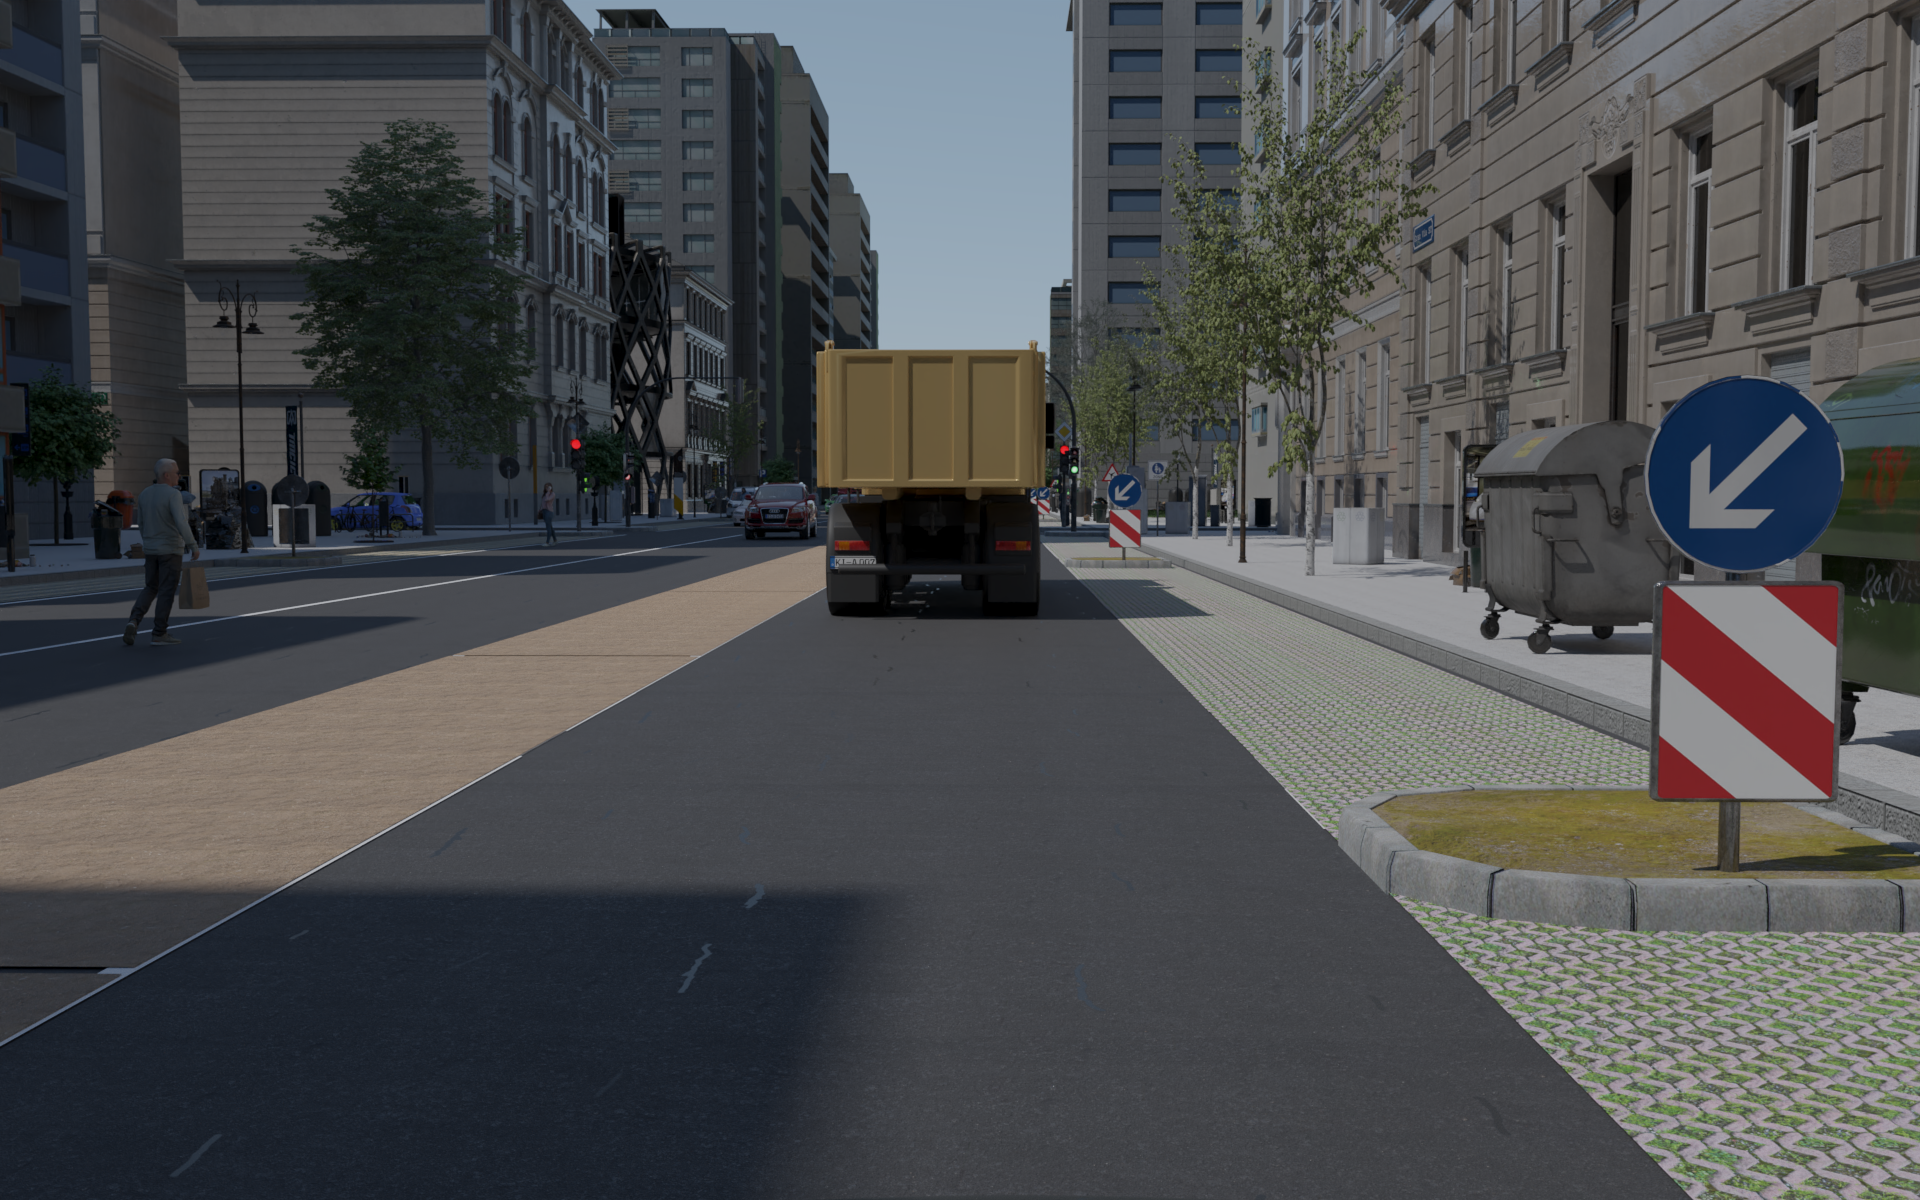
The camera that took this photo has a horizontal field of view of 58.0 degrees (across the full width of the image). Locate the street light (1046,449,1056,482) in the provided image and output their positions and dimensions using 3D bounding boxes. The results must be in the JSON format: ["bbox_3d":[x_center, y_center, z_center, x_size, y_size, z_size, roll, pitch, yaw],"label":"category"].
[{"bbox_3d":[7.543,-10.314,141.423,0.468,5.910,1.993,0,4,1],"label":"street light"}]

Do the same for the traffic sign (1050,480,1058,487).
[{"bbox_3d":[6.975,-7.696,125.837,0.884,2.594,0.081,0,4,1],"label":"traffic sign"}]

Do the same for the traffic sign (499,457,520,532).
[{"bbox_3d":[-15.407,-3.615,59.210,0.768,2.556,0.104,1,4,11],"label":"traffic sign"}]

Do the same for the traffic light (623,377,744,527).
[{"bbox_3d":[-10.803,-5.665,67.295,4.771,5.953,1.251,0,4,1],"label":"traffic light"}]

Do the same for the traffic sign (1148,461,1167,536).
[{"bbox_3d":[6.030,-3.101,52.826,0.606,2.300,0.079,0,4,5],"label":"traffic sign"}]

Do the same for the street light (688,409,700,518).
[{"bbox_3d":[-14.510,-7.448,94.562,0.468,5.910,1.993,0,4,1],"label":"street light"}]

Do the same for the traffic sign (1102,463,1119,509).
[{"bbox_3d":[6.419,-4.469,73.079,0.884,2.594,0.081,1,4,9],"label":"traffic sign"}]

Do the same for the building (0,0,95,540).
[{"bbox_3d":[-39.895,-30.810,45.741,28.212,58.520,21.231,0,4,1],"label":"building"}]

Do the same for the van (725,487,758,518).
[{"bbox_3d":[-12.136,-5.548,97.713,2.013,2.044,4.112,0,4,1],"label":"van"}]

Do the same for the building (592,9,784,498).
[{"bbox_3d":[-23.118,-28.482,149.276,14.154,41.232,14.086,0,4,1],"label":"building"}]

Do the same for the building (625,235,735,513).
[{"bbox_3d":[-23.038,-15.997,126.172,10.561,19.102,19.286,0,4,1],"label":"building"}]

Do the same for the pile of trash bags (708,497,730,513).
[{"bbox_3d":[-15.607,-6.526,116.451,1.912,1.369,3.447,1,4,13],"label":"pile of trash bags"}]

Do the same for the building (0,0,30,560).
[{"bbox_3d":[-32.694,-10.689,19.798,27.650,21.520,28.899,0,4,1],"label":"building"}]

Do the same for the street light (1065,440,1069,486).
[{"bbox_3d":[6.972,-8.697,114.990,0.468,5.910,1.993,0,4,1],"label":"street light"}]

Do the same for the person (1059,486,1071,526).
[{"bbox_3d":[4.259,-3.731,69.924,0.576,1.772,0.534,-1,4,-18],"label":"person"}]

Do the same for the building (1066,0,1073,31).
[{"bbox_3d":[25.157,-35.450,168.841,28.713,52.752,27.495,0,4,1],"label":"building"}]

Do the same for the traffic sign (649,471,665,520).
[{"bbox_3d":[-14.951,-5.155,85.467,0.795,2.450,0.064,1,4,9],"label":"traffic sign"}]

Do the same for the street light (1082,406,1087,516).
[{"bbox_3d":[6.428,-7.081,88.556,0.468,5.910,1.993,0,4,1],"label":"street light"}]

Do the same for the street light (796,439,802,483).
[{"bbox_3d":[-13.436,-10.480,144.127,0.468,5.910,1.993,0,4,1],"label":"street light"}]

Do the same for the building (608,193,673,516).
[{"bbox_3d":[-25.742,-14.353,102.128,16.820,18.784,16.811,0,4,1],"label":"building"}]

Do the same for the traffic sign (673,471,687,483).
[{"bbox_3d":[-14.652,-5.531,90.546,0.768,2.556,0.104,0,4,5],"label":"traffic sign"}]

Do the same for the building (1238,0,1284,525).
[{"bbox_3d":[23.775,-27.743,77.305,21.600,48.544,21.300,0,4,1],"label":"building"}]

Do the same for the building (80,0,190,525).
[{"bbox_3d":[-44.173,-17.771,76.464,20.117,28.700,13.634,0,4,1],"label":"building"}]

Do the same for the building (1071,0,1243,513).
[{"bbox_3d":[18.738,-35.768,126.813,21.231,58.520,28.212,0,4,1],"label":"building"}]

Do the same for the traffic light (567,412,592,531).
[{"bbox_3d":[-13.054,-4.306,59.318,0.839,4.253,0.868,0,4,1],"label":"traffic light"}]

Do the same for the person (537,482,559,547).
[{"bbox_3d":[-11.255,-2.350,47.519,0.643,1.750,0.593,-3,5,-41],"label":"person"}]

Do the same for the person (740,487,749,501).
[{"bbox_3d":[-11.594,-5.213,93.991,0.793,1.790,0.793,0,4,-4],"label":"person"}]

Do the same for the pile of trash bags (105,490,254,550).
[{"bbox_3d":[-18.398,-1.897,40.771,3.447,1.369,1.912,0,4,3],"label":"pile of trash bags"}]

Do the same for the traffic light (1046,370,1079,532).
[{"bbox_3d":[1.761,-5.152,58.902,4.771,5.953,1.251,0,4,1],"label":"traffic light"}]

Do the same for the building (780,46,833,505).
[{"bbox_3d":[-26.083,-34.765,192.107,21.300,48.544,21.600,0,4,1],"label":"building"}]

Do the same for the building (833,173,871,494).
[{"bbox_3d":[-24.998,-39.164,264.026,21.300,48.544,21.600,0,4,1],"label":"building"}]

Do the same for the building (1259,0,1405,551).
[{"bbox_3d":[16.134,-15.836,44.821,13.634,28.700,20.117,0,4,1],"label":"building"}]

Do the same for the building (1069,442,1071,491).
[{"bbox_3d":[24.467,-54.126,197.629,22.319,86.520,31.000,0,4,1],"label":"building"}]

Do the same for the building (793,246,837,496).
[{"bbox_3d":[-30.459,-33.620,241.565,32.217,40.220,23.993,0,4,1],"label":"building"}]

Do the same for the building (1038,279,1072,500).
[{"bbox_3d":[29.081,-36.522,289.007,32.217,40.220,23.993,0,4,1],"label":"building"}]

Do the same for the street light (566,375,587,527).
[{"bbox_3d":[-14.937,-5.798,67.585,0.468,5.910,1.993,0,4,1],"label":"street light"}]

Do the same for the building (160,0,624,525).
[{"bbox_3d":[-25.047,-17.983,81.413,14.401,28.519,23.554,0,4,1],"label":"building"}]

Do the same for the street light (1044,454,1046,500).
[{"bbox_3d":[8.026,-11.725,164.488,0.468,5.910,1.993,0,4,1],"label":"street light"}]

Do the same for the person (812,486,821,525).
[{"bbox_3d":[-6.673,-4.300,79.165,0.624,1.780,0.694,-2,4,-29],"label":"person"}]

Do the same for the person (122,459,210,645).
[{"bbox_3d":[-7.505,-0.452,16.379,0.782,1.767,0.515,2,4,24],"label":"person"}]

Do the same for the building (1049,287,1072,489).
[{"bbox_3d":[19.408,-28.703,241.002,14.160,30.474,14.107,0,4,1],"label":"building"}]

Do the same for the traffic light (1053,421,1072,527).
[{"bbox_3d":[4.012,-4.775,66.985,0.839,4.253,0.868,0,4,1],"label":"traffic light"}]

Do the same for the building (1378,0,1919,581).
[{"bbox_3d":[14.210,-13.762,22.275,12.463,27.353,25.104,0,4,1],"label":"building"}]

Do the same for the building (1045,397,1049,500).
[{"bbox_3d":[26.968,-25.539,262.594,27.650,21.520,28.899,0,4,1],"label":"building"}]

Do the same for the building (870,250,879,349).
[{"bbox_3d":[-20.693,-36.624,282.388,14.154,41.232,14.086,0,4,1],"label":"building"}]
